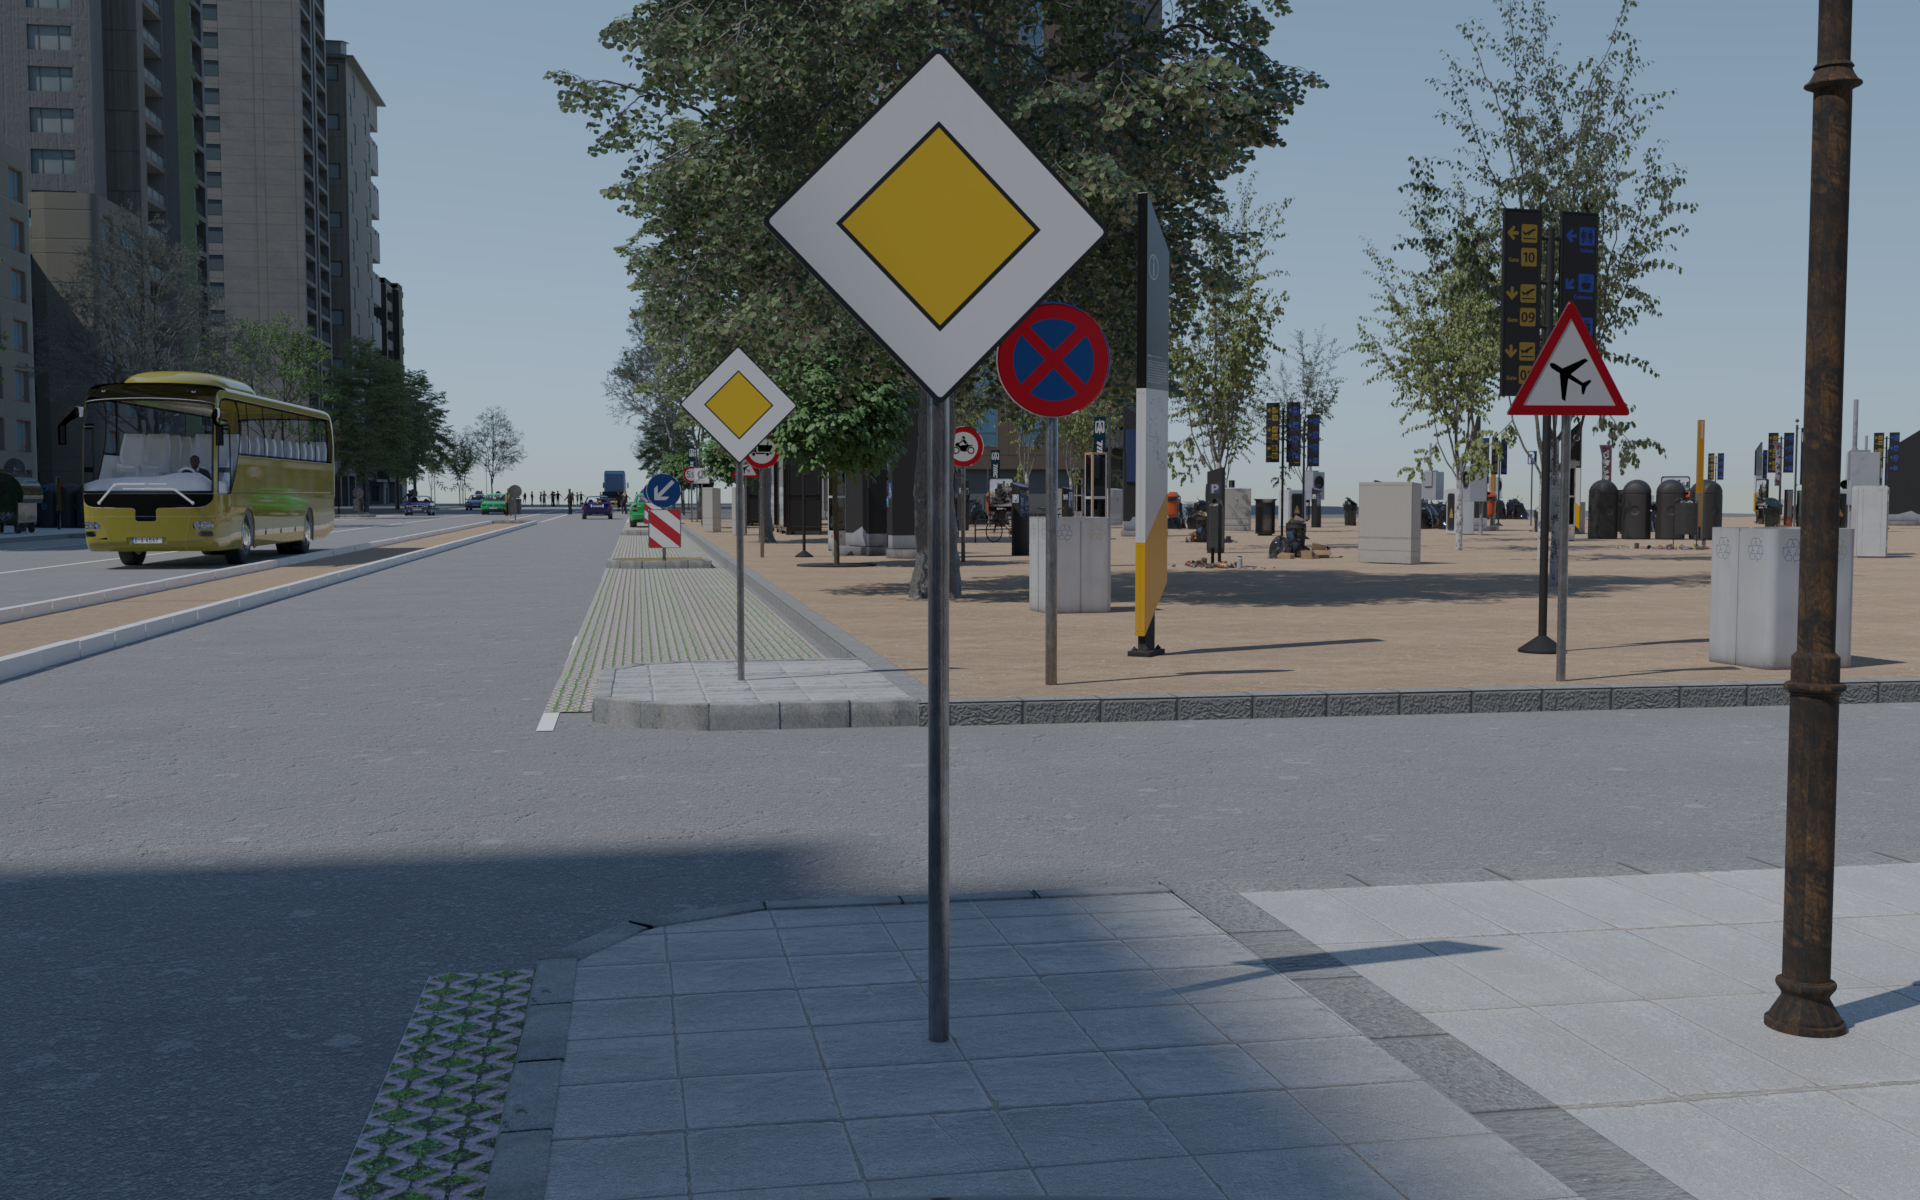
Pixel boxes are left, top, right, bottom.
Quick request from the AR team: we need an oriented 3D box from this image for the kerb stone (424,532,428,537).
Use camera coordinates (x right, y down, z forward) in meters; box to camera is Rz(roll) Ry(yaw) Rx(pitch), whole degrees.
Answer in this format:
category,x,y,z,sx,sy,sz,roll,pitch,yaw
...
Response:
category,x,y,z,sx,sy,sz,roll,pitch,yaw
kerb stone,-17.599,-2.100,56.582,0.120,0.150,1.000,-1,4,-10

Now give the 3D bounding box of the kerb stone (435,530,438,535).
category,x,y,z,sx,sy,sz,roll,pitch,yaw
kerb stone,-18.170,-2.287,59.608,0.120,0.150,1.000,-1,4,-10

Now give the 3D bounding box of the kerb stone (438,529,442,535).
category,x,y,z,sx,sy,sz,roll,pitch,yaw
kerb stone,-18.346,-2.350,60.615,0.120,0.150,1.000,-1,4,-10

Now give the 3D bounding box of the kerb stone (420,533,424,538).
category,x,y,z,sx,sy,sz,roll,pitch,yaw
kerb stone,-17.416,-2.042,55.576,0.120,0.150,1.000,-1,4,-10

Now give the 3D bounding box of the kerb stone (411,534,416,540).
category,x,y,z,sx,sy,sz,roll,pitch,yaw
kerb stone,-17.035,-1.918,53.559,0.120,0.150,1.000,-1,4,-10

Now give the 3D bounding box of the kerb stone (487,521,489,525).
category,x,y,z,sx,sy,sz,roll,pitch,yaw
kerb stone,-21.909,-3.520,79.799,0.120,0.150,1.000,-1,4,-10

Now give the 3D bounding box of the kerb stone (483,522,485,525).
category,x,y,z,sx,sy,sz,roll,pitch,yaw
kerb stone,-21.535,-3.400,77.787,0.120,0.150,1.000,-1,4,-10

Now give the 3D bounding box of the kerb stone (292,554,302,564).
category,x,y,z,sx,sy,sz,roll,pitch,yaw
kerb stone,-13.670,-0.807,35.407,0.120,0.150,1.000,-1,4,-10

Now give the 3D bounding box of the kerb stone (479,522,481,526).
category,x,y,z,sx,sy,sz,roll,pitch,yaw
kerb stone,-21.165,-3.274,75.767,0.120,0.150,1.000,-1,4,-10

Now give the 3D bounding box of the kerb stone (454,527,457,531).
category,x,y,z,sx,sy,sz,roll,pitch,yaw
kerb stone,-19.288,-2.658,65.667,0.120,0.150,1.000,-1,4,-10

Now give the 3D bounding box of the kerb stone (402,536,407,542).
category,x,y,z,sx,sy,sz,roll,pitch,yaw
kerb stone,-16.666,-1.793,51.532,0.120,0.150,1.000,-1,4,-10

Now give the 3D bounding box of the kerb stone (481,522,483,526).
category,x,y,z,sx,sy,sz,roll,pitch,yaw
kerb stone,-21.350,-3.338,76.772,0.120,0.150,1.000,-1,4,-10

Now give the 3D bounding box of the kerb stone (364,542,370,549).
category,x,y,z,sx,sy,sz,roll,pitch,yaw
kerb stone,-15.353,-1.361,44.482,0.120,0.150,1.000,-1,4,-10

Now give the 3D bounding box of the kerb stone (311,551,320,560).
category,x,y,z,sx,sy,sz,roll,pitch,yaw
kerb stone,-14.039,-0.932,37.428,0.120,0.150,1.000,-1,4,-10

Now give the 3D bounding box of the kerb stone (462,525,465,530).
category,x,y,z,sx,sy,sz,roll,pitch,yaw
kerb stone,-19.847,-2.839,68.692,0.120,0.150,1.000,-1,4,-10

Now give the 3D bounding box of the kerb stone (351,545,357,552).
category,x,y,z,sx,sy,sz,roll,pitch,yaw
kerb stone,-14.985,-1.240,42.471,0.120,0.150,1.000,-1,4,-10

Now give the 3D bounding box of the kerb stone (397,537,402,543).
category,x,y,z,sx,sy,sz,roll,pitch,yaw
kerb stone,-16.473,-1.723,50.529,0.120,0.150,1.000,-1,4,-10

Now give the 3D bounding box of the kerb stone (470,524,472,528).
category,x,y,z,sx,sy,sz,roll,pitch,yaw
kerb stone,-20.412,-3.029,71.725,0.120,0.150,1.000,-1,4,-10

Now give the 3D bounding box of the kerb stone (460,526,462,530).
category,x,y,z,sx,sy,sz,roll,pitch,yaw
kerb stone,-19.656,-2.782,67.681,0.120,0.150,1.000,-1,4,-10

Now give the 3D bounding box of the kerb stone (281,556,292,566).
category,x,y,z,sx,sy,sz,roll,pitch,yaw
kerb stone,-13.487,-0.744,34.398,0.120,0.150,1.000,-1,4,-10

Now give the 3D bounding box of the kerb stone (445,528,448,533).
category,x,y,z,sx,sy,sz,roll,pitch,yaw
kerb stone,-18.720,-2.473,62.637,0.120,0.150,1.000,-1,4,-10

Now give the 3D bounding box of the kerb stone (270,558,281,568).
category,x,y,z,sx,sy,sz,roll,pitch,yaw
kerb stone,-13.302,-0.684,33.387,0.120,0.150,1.000,-1,4,-10

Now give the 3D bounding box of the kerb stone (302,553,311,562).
category,x,y,z,sx,sy,sz,roll,pitch,yaw
kerb stone,-13.857,-0.870,36.423,0.120,0.150,1.000,-1,4,-10

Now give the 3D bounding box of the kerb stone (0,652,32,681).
category,x,y,z,sx,sy,sz,roll,pitch,yaw
kerb stone,-7.499,0.520,13.687,0.120,0.150,1.000,-1,4,-10

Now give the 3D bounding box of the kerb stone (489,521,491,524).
category,x,y,z,sx,sy,sz,roll,pitch,yaw
kerb stone,-22.099,-3.585,80.810,0.120,0.150,1.000,-1,4,-10

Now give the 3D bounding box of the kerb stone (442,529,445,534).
category,x,y,z,sx,sy,sz,roll,pitch,yaw
kerb stone,-18.540,-2.406,61.619,0.120,0.150,1.000,-1,4,-10

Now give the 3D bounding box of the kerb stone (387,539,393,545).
category,x,y,z,sx,sy,sz,roll,pitch,yaw
kerb stone,-16.101,-1.610,48.517,0.120,0.150,1.000,-1,4,-10

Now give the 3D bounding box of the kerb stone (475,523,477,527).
category,x,y,z,sx,sy,sz,roll,pitch,yaw
kerb stone,-20.781,-3.153,73.745,0.120,0.150,1.000,-1,4,-10

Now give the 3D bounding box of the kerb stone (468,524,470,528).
category,x,y,z,sx,sy,sz,roll,pitch,yaw
kerb stone,-20.230,-2.968,70.717,0.120,0.150,1.000,-1,4,-10

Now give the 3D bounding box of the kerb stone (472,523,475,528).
category,x,y,z,sx,sy,sz,roll,pitch,yaw
kerb stone,-20.590,-3.089,72.735,0.120,0.150,1.000,-1,4,-10

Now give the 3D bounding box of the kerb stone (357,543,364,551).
category,x,y,z,sx,sy,sz,roll,pitch,yaw
kerb stone,-15.159,-1.298,43.478,0.120,0.150,1.000,-1,4,-10

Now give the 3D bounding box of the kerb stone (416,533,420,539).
category,x,y,z,sx,sy,sz,roll,pitch,yaw
kerb stone,-17.215,-1.980,54.568,0.120,0.150,1.000,-1,4,-10

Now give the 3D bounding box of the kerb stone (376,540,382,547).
category,x,y,z,sx,sy,sz,roll,pitch,yaw
kerb stone,-15.725,-1.486,46.496,0.120,0.150,1.000,-1,4,-10

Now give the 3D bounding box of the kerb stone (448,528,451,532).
category,x,y,z,sx,sy,sz,roll,pitch,yaw
kerb stone,-18.914,-2.535,63.640,0.120,0.150,1.000,-1,4,-10

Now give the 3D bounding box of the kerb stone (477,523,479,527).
category,x,y,z,sx,sy,sz,roll,pitch,yaw
kerb stone,-20.969,-3.211,74.750,0.120,0.150,1.000,-1,4,-10

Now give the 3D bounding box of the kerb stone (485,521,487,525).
category,x,y,z,sx,sy,sz,roll,pitch,yaw
kerb stone,-21.722,-3.462,78.791,0.120,0.150,1.000,-1,4,-10

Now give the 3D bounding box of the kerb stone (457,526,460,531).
category,x,y,z,sx,sy,sz,roll,pitch,yaw
kerb stone,-19.472,-2.720,66.672,0.120,0.150,1.000,-1,4,-10

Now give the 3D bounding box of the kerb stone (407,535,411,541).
category,x,y,z,sx,sy,sz,roll,pitch,yaw
kerb stone,-16.857,-1.850,52.553,0.120,0.150,1.000,-1,4,-10

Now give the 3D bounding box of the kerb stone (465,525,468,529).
category,x,y,z,sx,sy,sz,roll,pitch,yaw
kerb stone,-20.030,-2.906,69.702,0.120,0.150,1.000,-1,4,-10

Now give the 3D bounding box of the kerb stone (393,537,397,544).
category,x,y,z,sx,sy,sz,roll,pitch,yaw
kerb stone,-16.290,-1.667,49.523,0.120,0.150,1.000,-1,4,-10

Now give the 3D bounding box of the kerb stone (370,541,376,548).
category,x,y,z,sx,sy,sz,roll,pitch,yaw
kerb stone,-15.544,-1.423,45.486,0.120,0.150,1.000,-1,4,-10

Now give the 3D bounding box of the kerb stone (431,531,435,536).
category,x,y,z,sx,sy,sz,roll,pitch,yaw
kerb stone,-17.972,-2.225,58.599,0.120,0.150,1.000,-1,4,-10

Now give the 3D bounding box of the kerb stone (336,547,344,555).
category,x,y,z,sx,sy,sz,roll,pitch,yaw
kerb stone,-14.594,-1.117,40.452,0.120,0.150,1.000,-1,4,-10

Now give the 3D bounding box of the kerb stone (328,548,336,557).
category,x,y,z,sx,sy,sz,roll,pitch,yaw
kerb stone,-14.420,-1.055,39.445,0.120,0.150,1.000,-1,4,-10

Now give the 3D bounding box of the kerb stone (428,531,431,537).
category,x,y,z,sx,sy,sz,roll,pitch,yaw
kerb stone,-17.787,-2.161,57.587,0.120,0.150,1.000,-1,4,-10

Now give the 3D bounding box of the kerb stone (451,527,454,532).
category,x,y,z,sx,sy,sz,roll,pitch,yaw
kerb stone,-19.098,-2.593,64.657,0.120,0.150,1.000,-1,4,-10

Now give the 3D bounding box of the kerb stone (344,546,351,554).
category,x,y,z,sx,sy,sz,roll,pitch,yaw
kerb stone,-14.795,-1.174,41.461,0.120,0.150,1.000,-1,4,-10

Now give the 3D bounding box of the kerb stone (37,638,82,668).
category,x,y,z,sx,sy,sz,roll,pitch,yaw
kerb stone,-7.696,0.458,14.700,0.120,0.150,1.000,-1,4,-10

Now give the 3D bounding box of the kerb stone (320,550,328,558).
category,x,y,z,sx,sy,sz,roll,pitch,yaw
kerb stone,-14.230,-0.993,38.432,0.120,0.150,1.000,-1,4,-10

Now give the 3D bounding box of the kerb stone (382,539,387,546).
category,x,y,z,sx,sy,sz,roll,pitch,yaw
kerb stone,-15.919,-1.548,47.512,0.120,0.150,1.000,-1,4,-10
